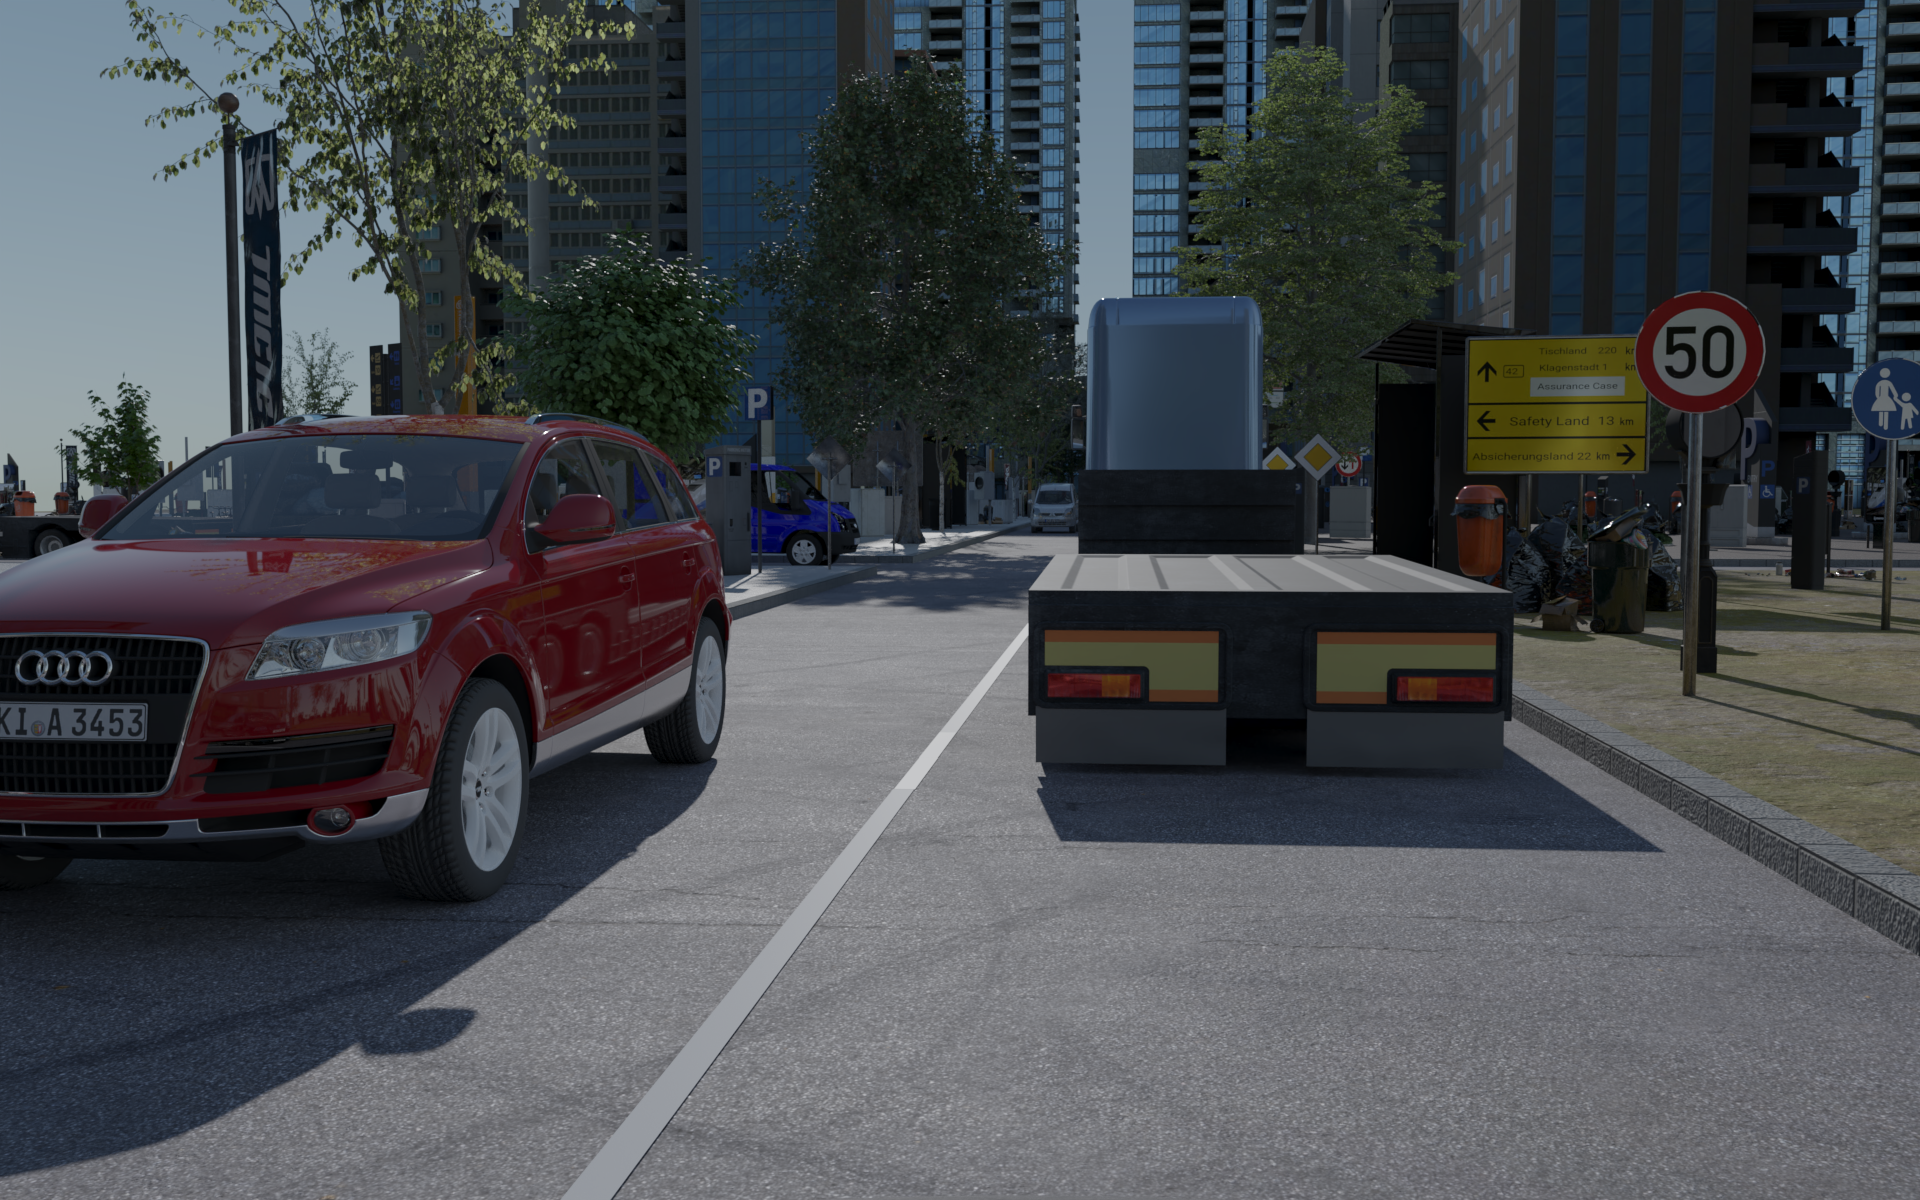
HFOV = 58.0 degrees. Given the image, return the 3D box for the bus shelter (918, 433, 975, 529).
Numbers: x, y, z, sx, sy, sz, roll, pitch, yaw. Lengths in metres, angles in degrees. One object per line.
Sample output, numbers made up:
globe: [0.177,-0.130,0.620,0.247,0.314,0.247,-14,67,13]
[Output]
bus shelter: [-0.510,-4.607,66.610,1.731,3.624,6.357,0,4,5]

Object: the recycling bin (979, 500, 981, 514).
recycling bin: [0.555,-4.119,79.903,0.722,1.027,0.722,0,4,-8]

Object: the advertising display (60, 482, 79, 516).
advertising display: [-48.289,-5.426,93.928,0.974,1.923,0.123,0,4,7]

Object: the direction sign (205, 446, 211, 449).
direction sign: [-35.497,-5.522,82.282,0.379,3.537,0.876,1,4,16]

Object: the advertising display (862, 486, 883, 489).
advertising display: [-4.400,-5.064,88.013,0.974,1.923,0.123,1,4,22]

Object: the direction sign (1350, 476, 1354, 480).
direction sign: [21.840,-6.444,97.362,0.876,3.537,0.379,-3,4,-38]

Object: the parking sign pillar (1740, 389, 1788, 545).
parking sign pillar: [20.254,-3.391,43.911,1.447,3.967,1.447,0,4,6]

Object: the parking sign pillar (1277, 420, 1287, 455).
parking sign pillar: [11.402,-4.577,63.302,1.447,3.967,1.447,-1,4,-22]

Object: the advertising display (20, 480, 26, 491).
advertising display: [-42.647,-4.505,78.870,0.123,1.923,0.974,-2,4,-34]

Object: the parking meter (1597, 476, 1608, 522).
parking meter: [21.022,-3.117,56.674,0.255,1.863,0.399,3,4,37]

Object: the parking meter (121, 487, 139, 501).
parking meter: [-18.812,-1.888,39.283,0.372,1.533,0.369,0,3,0]

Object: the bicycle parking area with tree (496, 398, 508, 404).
bicycle parking area with tree: [-11.143,-3.927,51.214,8.231,4.147,9.016,1,4,20]

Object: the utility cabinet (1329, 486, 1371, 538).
utility cabinet: [11.250,-2.521,49.894,1.173,1.500,0.318,3,5,42]

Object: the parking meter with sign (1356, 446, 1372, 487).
parking meter with sign: [14.769,-4.098,63.262,0.543,3.016,1.738,1,4,15]

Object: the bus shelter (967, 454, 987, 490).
bus shelter: [0.454,-5.833,89.297,2.014,3.302,5.546,0,4,6]

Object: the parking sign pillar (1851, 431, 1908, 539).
parking sign pillar: [26.469,-3.748,49.759,1.447,3.967,1.447,0,4,8]

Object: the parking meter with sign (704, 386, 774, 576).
parking meter with sign: [-3.695,-1.906,27.423,0.543,3.016,1.738,2,4,32]

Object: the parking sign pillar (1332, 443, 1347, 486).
parking sign pillar: [19.548,-6.150,89.032,1.447,3.967,1.447,0,4,-5]

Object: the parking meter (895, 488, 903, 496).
parking meter: [-2.712,-4.216,77.342,0.372,1.533,0.369,0,3,0]

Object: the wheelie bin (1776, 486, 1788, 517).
wheelie bin: [32.080,-3.688,68.204,0.980,1.594,0.693,-2,4,-29]

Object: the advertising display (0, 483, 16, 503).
advertising display: [-56.470,-5.959,102.648,0.974,1.923,0.123,0,4,-1]

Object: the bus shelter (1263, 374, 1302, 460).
bus shelter: [9.471,-4.759,55.440,2.179,5.291,8.768,0,4,6]

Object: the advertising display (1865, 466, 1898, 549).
advertising display: [21.537,-2.159,40.512,0.123,1.923,0.974,0,4,-7]

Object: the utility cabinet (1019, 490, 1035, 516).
utility cabinet: [3.905,-5.707,101.989,1.173,1.500,0.318,-3,5,-43]

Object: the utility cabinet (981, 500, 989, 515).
utility cabinet: [1.129,-4.406,83.195,1.020,1.237,0.306,0,4,6]

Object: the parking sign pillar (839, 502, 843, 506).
parking sign pillar: [-6.709,-6.331,91.979,1.447,3.967,1.447,2,4,27]

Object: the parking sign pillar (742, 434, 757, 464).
parking sign pillar: [-9.677,-5.505,78.475,1.447,3.967,1.447,2,4,29]

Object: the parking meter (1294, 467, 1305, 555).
parking meter: [6.989,-1.862,36.162,0.399,1.863,0.255,0,4,6]

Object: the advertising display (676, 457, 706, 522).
advertising display: [-4.587,-1.507,29.857,0.974,1.923,0.123,1,4,10]

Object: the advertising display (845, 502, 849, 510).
advertising display: [-6.712,-5.994,103.220,0.123,1.923,0.974,-1,4,-10]

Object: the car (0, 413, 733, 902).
car: [-2.478,0.050,7.857,2.281,1.827,5.304,0,4,6]

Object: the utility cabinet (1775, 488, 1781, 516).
utility cabinet: [27.240,-3.070,58.865,1.173,1.500,0.318,0,4,0]

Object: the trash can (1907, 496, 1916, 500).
trash can: [58.595,-5.812,106.676,0.748,1.137,0.748,0,3,0]

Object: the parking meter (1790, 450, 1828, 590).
parking meter: [11.439,-1.078,23.344,0.255,1.863,0.399,-1,4,-20]

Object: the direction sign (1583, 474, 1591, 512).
direction sign: [25.376,-4.780,70.153,0.379,3.537,0.876,3,5,41]

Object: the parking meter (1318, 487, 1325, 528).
parking meter: [13.441,-3.447,64.775,0.372,1.533,0.369,0,3,0]

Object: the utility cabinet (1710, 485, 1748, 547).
utility cabinet: [18.150,-2.001,41.396,1.173,1.500,0.318,3,5,41]

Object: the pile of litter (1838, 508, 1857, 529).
pile of litter: [32.501,-3.046,63.771,1.719,0.858,1.176,-2,4,-30]

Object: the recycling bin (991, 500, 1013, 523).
recycling bin: [1.840,-3.876,75.933,0.722,1.027,0.722,3,4,36]

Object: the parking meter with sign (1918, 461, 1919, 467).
parking meter with sign: [50.314,-5.755,90.355,0.543,3.016,1.738,2,4,27]

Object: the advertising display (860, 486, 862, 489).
advertising display: [-5.066,-5.288,91.680,0.123,1.923,0.974,-1,4,-22]

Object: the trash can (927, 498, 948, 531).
trash can: [-0.778,-3.015,60.945,0.748,1.137,0.748,0,3,0]

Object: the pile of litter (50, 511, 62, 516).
pile of litter: [-50.829,-5.129,97.820,1.176,0.858,1.719,2,4,35]

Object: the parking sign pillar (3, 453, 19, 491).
parking sign pillar: [-62.389,-7.672,113.915,1.447,3.967,1.447,3,4,38]

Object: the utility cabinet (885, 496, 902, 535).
utility cabinet: [-2.111,-2.685,55.063,1.020,1.237,0.306,-1,4,-22]

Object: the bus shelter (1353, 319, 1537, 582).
bus shelter: [7.191,-2.137,26.231,1.731,3.624,6.357,0,4,6]

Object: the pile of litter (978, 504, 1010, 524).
pile of litter: [1.334,-3.654,73.705,1.719,0.858,1.176,0,4,-6]
